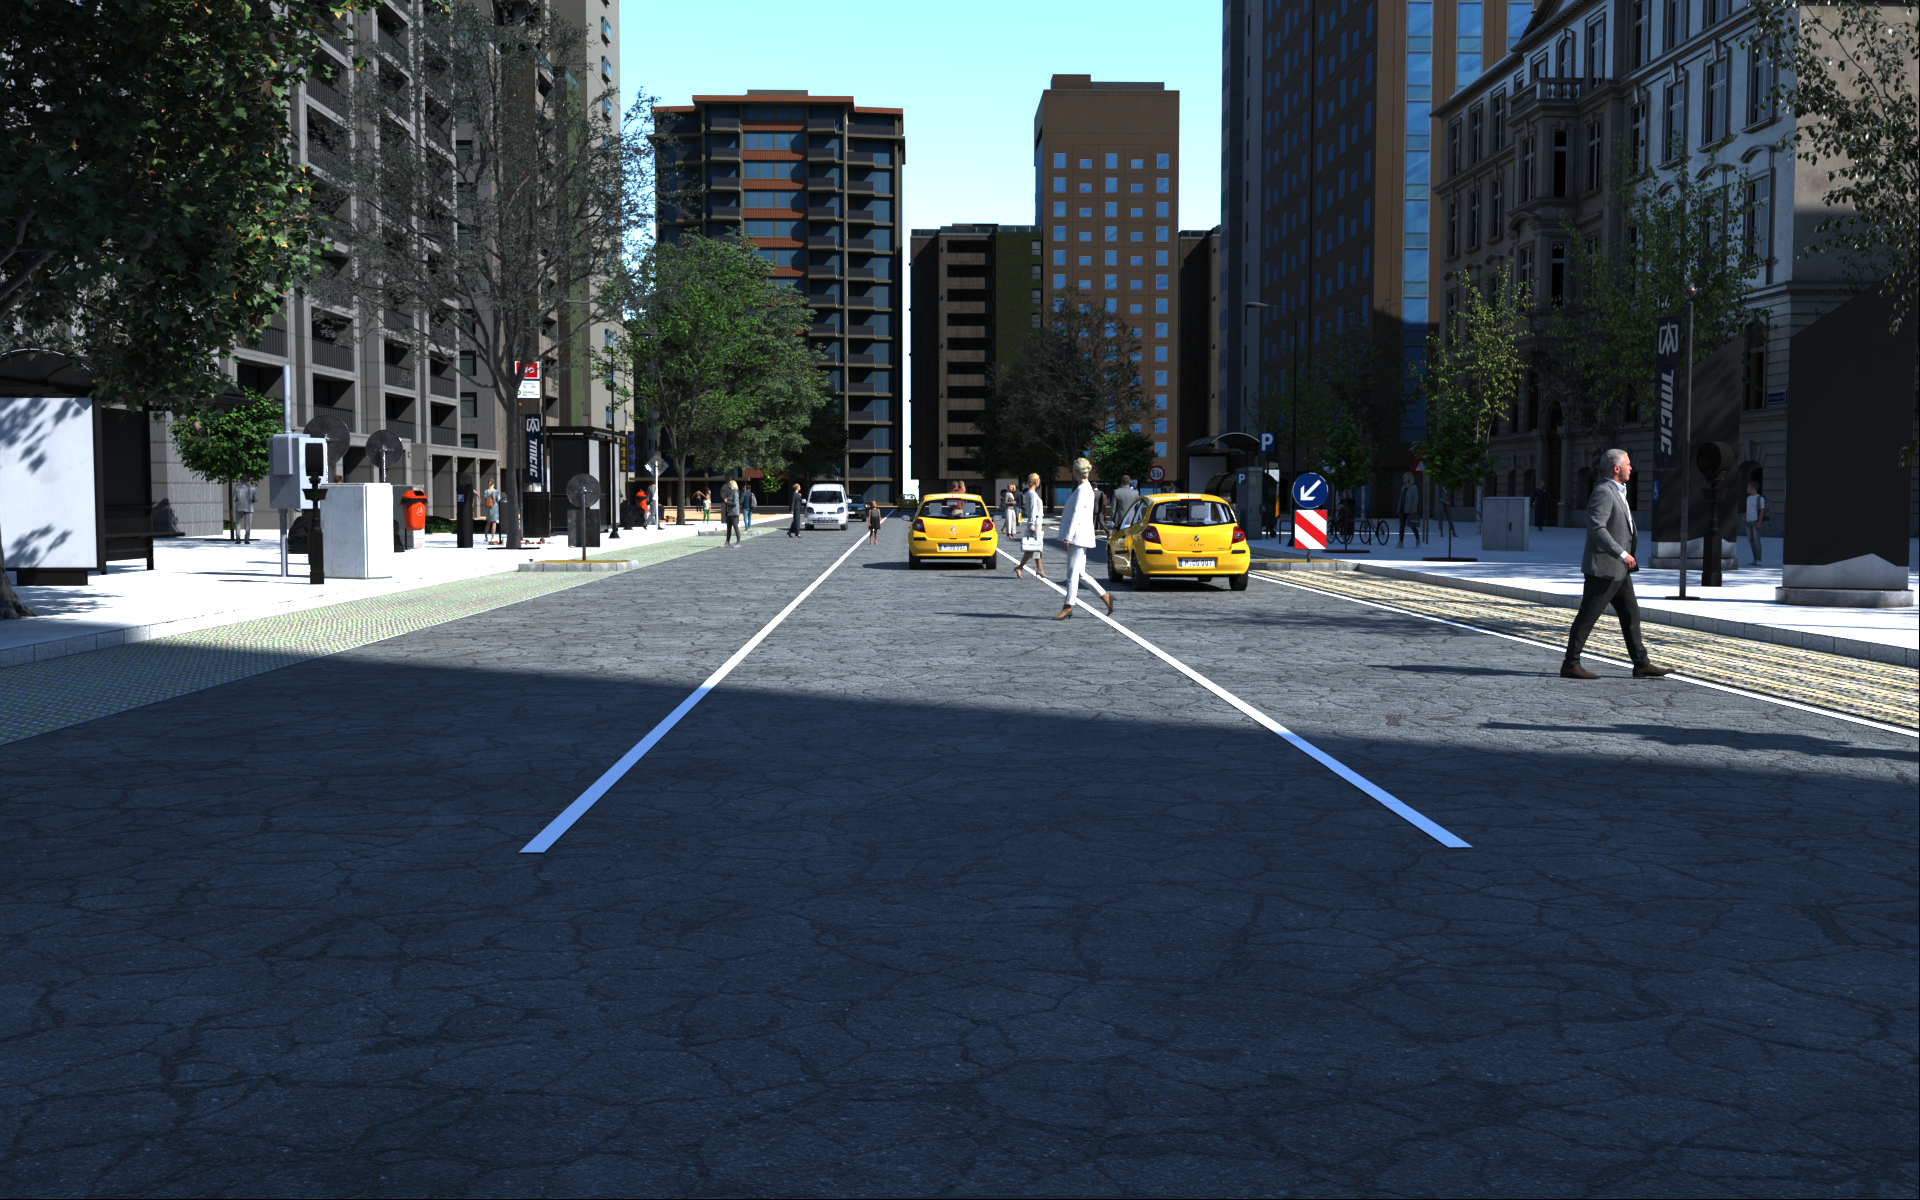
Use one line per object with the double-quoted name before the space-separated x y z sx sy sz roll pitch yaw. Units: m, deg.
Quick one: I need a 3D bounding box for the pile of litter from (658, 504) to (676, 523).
"pile of litter" -13.313 -3.930 78.221 1.176 0.858 1.719 2 4 34

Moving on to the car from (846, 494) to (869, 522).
"car" -5.710 -4.913 90.114 2.009 1.686 4.222 0 4 -3

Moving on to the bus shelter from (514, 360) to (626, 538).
"bus shelter" -12.354 -4.717 54.762 2.179 5.291 8.768 0 4 -2

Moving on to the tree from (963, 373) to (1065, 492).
"tree" 5.435 -14.685 157.113 9.611 12.733 9.660 0 3 0

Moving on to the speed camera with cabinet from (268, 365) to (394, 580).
"speed camera with cabinet" -9.638 -1.969 26.525 2.038 3.252 0.660 2 4 27

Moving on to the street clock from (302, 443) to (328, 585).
"street clock" -9.143 -1.224 24.576 0.358 2.002 0.471 -1 4 -18

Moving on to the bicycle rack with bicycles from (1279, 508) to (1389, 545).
"bicycle rack with bicycles" 9.420 -1.899 44.424 2.852 0.926 2.925 0 4 -7

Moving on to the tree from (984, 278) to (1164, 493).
"tree" 6.493 -11.578 99.663 12.009 13.543 11.850 0 3 0

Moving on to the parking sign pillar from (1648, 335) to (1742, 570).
"parking sign pillar" 12.627 -2.523 29.727 1.447 3.967 1.447 0 4 6

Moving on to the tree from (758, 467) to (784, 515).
"tree" -12.121 -6.972 108.600 1.663 3.219 1.824 0 3 0

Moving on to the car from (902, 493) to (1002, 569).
"car" -0.159 -1.475 34.339 2.015 1.641 3.980 0 4 -1

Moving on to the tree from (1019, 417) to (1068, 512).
"tree" 6.636 -10.803 126.997 4.737 8.622 4.395 0 3 0

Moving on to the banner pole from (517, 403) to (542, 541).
"banner pole" -11.853 -3.520 47.569 0.863 3.779 0.401 1 4 11

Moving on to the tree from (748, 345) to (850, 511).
"tree" -12.654 -13.018 130.963 7.486 12.596 7.792 0 3 0

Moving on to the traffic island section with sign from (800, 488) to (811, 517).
"traffic island section with sign" -9.335 -6.222 110.352 1.989 1.847 2.006 0 4 -2

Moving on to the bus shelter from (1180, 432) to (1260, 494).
"bus shelter" 8.962 -4.005 59.411 2.014 3.302 5.546 0 4 -1

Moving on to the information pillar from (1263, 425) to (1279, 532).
"information pillar" 10.589 -4.130 58.887 0.504 3.616 0.183 0 4 5

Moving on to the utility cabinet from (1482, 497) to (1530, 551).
"utility cabinet" 12.390 -1.724 39.345 0.306 1.237 1.020 -3 5 -44

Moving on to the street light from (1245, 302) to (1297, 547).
"street light" 7.609 -4.258 42.158 1.470 5.913 1.316 0 4 -2

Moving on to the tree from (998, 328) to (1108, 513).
"tree" 6.522 -12.180 117.268 7.486 12.596 7.792 0 3 0

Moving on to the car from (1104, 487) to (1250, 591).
"car" 3.334 -1.030 27.061 2.015 1.641 3.980 0 4 -3

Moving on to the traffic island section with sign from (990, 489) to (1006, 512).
"traffic island section with sign" 3.402 -7.934 138.342 1.989 1.847 2.006 0 4 -2

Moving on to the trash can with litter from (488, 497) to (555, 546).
"trash can with litter" -11.127 -2.022 44.119 1.678 1.210 2.233 3 4 38

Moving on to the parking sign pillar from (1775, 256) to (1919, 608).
"parking sign pillar" 10.303 -1.933 20.084 1.447 3.967 1.447 2 4 24

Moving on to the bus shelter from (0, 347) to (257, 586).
"bus shelter" -12.833 -1.999 26.614 2.014 3.302 5.546 0 4 -2

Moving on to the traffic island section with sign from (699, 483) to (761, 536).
"traffic island section with sign" -7.884 -3.117 59.592 1.989 1.847 2.006 0 4 -2

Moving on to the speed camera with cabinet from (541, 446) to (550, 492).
"speed camera with cabinet" -14.144 -4.093 61.258 2.038 3.252 0.660 2 4 28

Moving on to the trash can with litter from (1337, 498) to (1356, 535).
"trash can with litter" 12.118 -2.642 54.585 0.624 1.170 1.055 0 4 4

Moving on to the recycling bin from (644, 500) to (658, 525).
"recycling bin" -13.061 -3.670 72.556 0.722 1.027 0.722 -1 4 -20

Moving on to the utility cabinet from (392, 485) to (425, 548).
"utility cabinet" -13.036 -1.956 40.661 1.173 1.500 0.318 3 5 41

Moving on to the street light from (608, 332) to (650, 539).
"street light" -9.435 -4.726 49.813 1.470 5.913 1.316 0 4 -2

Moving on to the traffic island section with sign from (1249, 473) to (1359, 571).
"traffic island section with sign" 6.394 -1.492 33.021 1.989 1.847 2.006 0 4 -2

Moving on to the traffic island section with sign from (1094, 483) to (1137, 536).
"traffic island section with sign" 5.618 -3.150 60.130 1.989 1.847 2.006 0 4 -2

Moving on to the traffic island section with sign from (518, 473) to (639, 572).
"traffic island section with sign" -7.125 -1.469 32.647 1.989 1.847 2.006 0 4 -2

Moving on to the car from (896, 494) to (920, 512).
"car" -4.330 -8.151 143.487 2.015 1.641 3.980 0 4 -2

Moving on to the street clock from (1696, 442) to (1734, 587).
"street clock" 10.439 -1.188 23.995 0.358 2.002 0.471 -1 4 -20

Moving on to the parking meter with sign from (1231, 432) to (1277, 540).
"parking meter with sign" 8.083 -3.196 48.521 1.738 3.016 0.543 -3 5 -40

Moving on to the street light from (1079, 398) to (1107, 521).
"street light" 6.420 -6.785 83.476 1.470 5.913 1.316 0 4 -2

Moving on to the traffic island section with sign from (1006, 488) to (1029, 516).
"traffic island section with sign" 4.158 -6.286 111.398 1.989 1.847 2.006 0 4 -2

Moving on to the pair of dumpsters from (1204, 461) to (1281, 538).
"pair of dumpsters" 8.554 -3.059 52.516 1.574 2.255 4.437 0 4 -2

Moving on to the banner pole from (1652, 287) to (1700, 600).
"banner pole" 8.753 -1.909 21.226 0.401 3.779 0.863 -1 4 -14

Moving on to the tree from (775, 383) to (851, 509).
"tree" -12.714 -12.853 144.560 8.767 10.594 7.601 1 4 20
